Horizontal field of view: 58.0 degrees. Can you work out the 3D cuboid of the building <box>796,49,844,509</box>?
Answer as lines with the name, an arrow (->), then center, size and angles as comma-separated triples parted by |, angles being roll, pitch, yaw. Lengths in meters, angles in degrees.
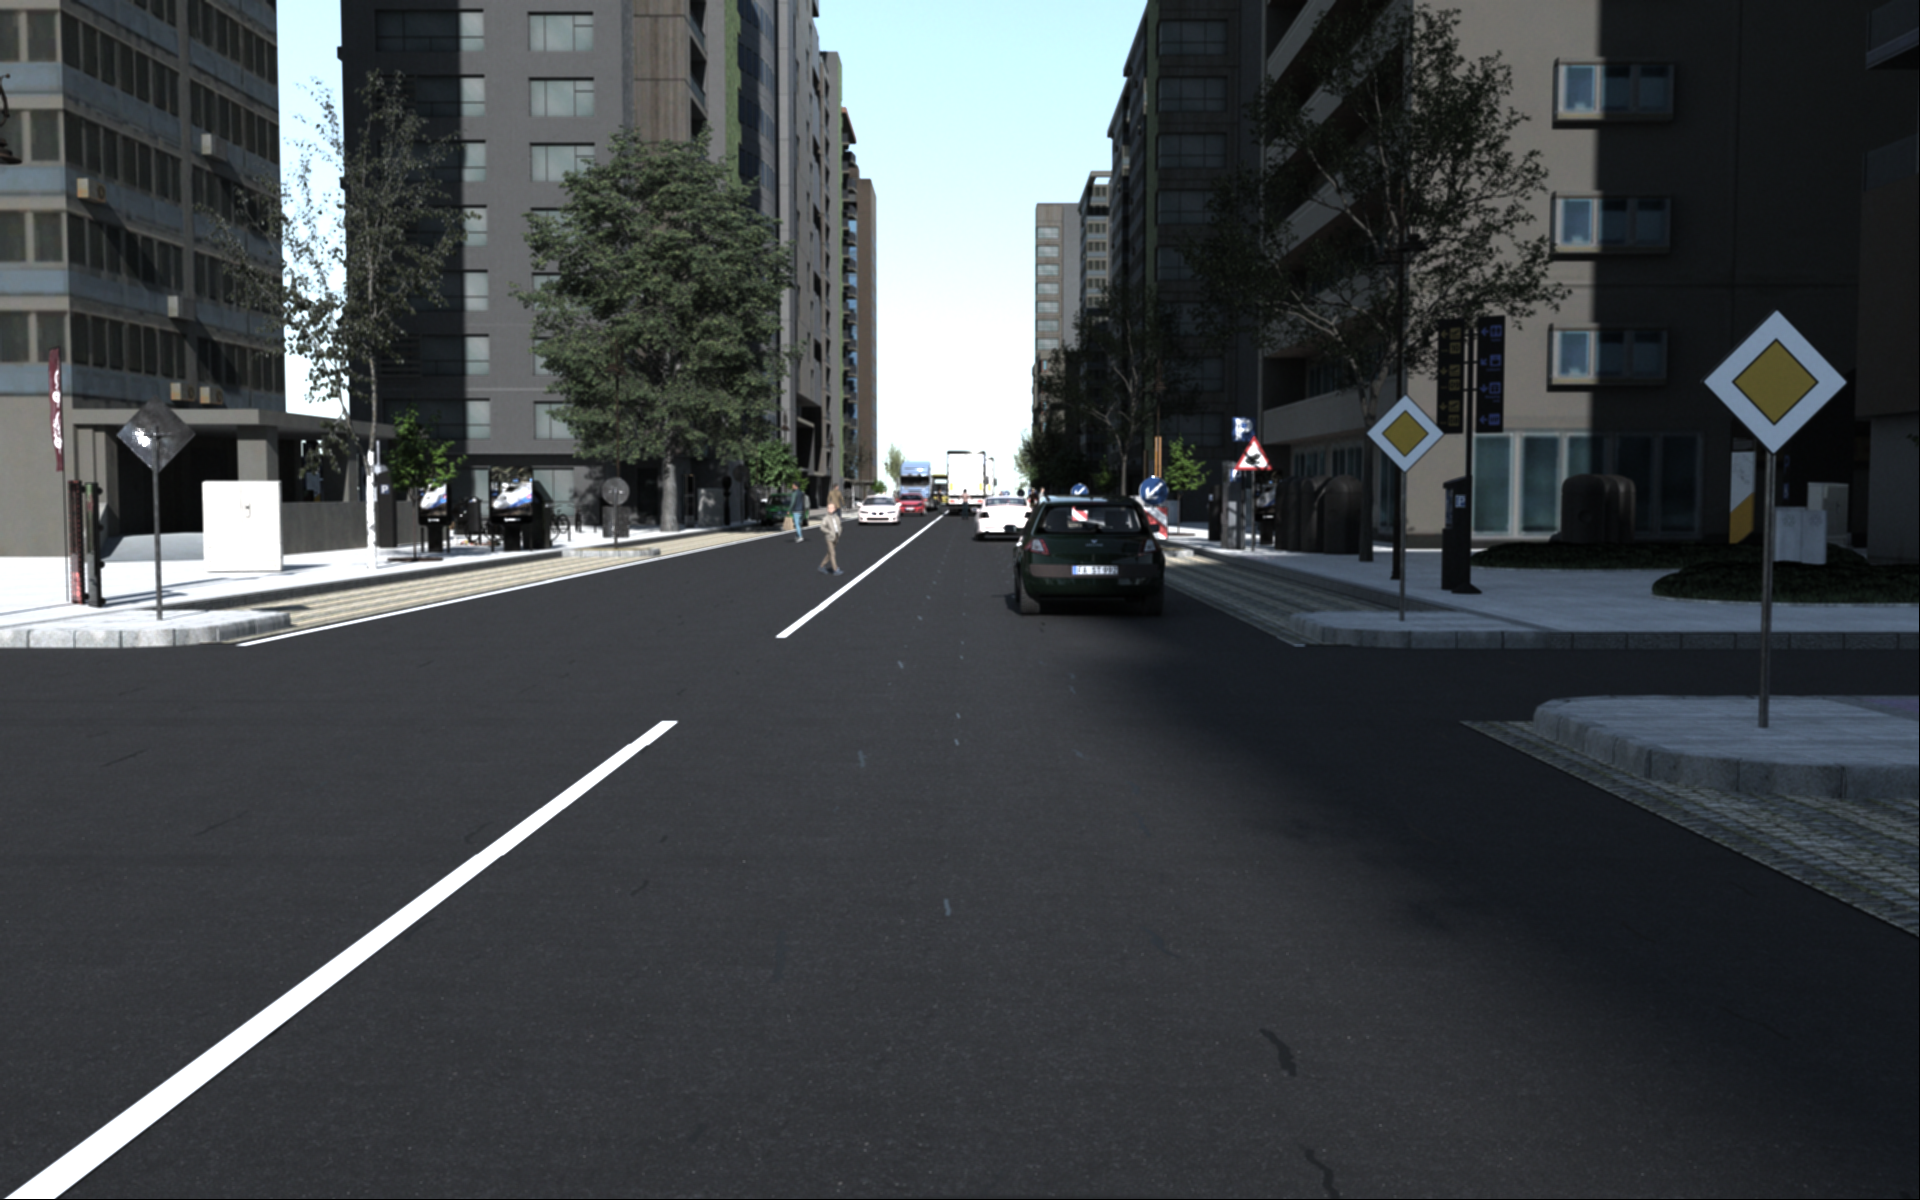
building -> -18.001, -28.856, 155.394 | 14.154, 41.232, 14.086 | 0, 4, 0

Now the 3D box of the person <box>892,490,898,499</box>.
person -> -7.033, -10.913, 186.923 | 0.705, 1.824, 1.348 | -2, 4, -27

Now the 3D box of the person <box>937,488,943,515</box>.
person -> -1.391, -6.882, 121.029 | 0.705, 1.822, 1.348 | 1, 4, 11

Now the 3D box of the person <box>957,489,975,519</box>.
person -> 0.342, -5.482, 98.848 | 1.217, 1.736, 0.721 | 2, 4, 33

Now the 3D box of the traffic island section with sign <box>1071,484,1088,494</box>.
traffic island section with sign -> 4.479, -3.576, 67.090 | 1.989, 1.847, 2.006 | 0, 4, 0

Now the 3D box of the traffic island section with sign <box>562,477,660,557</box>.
traffic island section with sign -> -8.017, -1.924, 40.088 | 1.989, 1.847, 2.006 | 0, 4, 0

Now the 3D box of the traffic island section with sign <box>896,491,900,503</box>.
traffic island section with sign -> -7.007, -11.717, 200.204 | 1.989, 1.847, 2.006 | 0, 4, 0

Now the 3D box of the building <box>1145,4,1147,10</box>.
building -> 25.475, -26.773, 129.617 | 32.217, 40.220, 23.993 | 0, 4, 0

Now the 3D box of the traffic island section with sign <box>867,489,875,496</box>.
traffic island section with sign -> -7.356, -8.317, 144.615 | 1.989, 1.847, 2.006 | 0, 4, 0

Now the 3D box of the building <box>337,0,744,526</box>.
building -> -17.325, -23.903, 74.401 | 14.154, 41.232, 14.086 | 0, 4, 0

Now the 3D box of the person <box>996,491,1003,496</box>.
person -> 4.339, -11.013, 189.095 | 0.617, 1.759, 0.750 | 3, 5, 43

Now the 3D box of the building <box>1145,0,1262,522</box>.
building -> 16.025, -24.552, 85.015 | 14.154, 41.232, 14.086 | 0, 4, 0

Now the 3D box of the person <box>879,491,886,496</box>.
person -> -7.446, -9.619, 166.580 | 0.742, 1.727, 0.445 | 1, 4, 16

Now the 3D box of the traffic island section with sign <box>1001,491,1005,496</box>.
traffic island section with sign -> 5.488, -13.358, 227.031 | 1.989, 1.847, 2.006 | 0, 4, 0

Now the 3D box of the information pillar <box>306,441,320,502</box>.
information pillar -> -24.319, -4.509, 65.081 | 0.504, 3.616, 0.183 | -1, 4, -11

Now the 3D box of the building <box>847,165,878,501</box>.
building -> -18.734, -36.039, 239.352 | 14.600, 45.320, 14.200 | 0, 4, 0

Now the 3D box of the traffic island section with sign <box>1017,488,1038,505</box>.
traffic island section with sign -> 4.786, -6.630, 117.025 | 1.989, 1.847, 2.006 | 0, 4, 0

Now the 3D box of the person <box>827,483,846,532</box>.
person -> -4.683, -3.511, 65.816 | 0.656, 1.842, 0.836 | -2, 4, -32

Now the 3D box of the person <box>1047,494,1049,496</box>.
person -> 9.005, -9.986, 174.986 | 0.599, 1.433, 0.991 | -3, 5, -42

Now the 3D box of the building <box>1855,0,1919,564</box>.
building -> 23.341, -22.829, 23.369 | 14.200, 45.320, 14.600 | 0, 4, 0

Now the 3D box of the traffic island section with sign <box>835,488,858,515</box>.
traffic island section with sign -> -7.530, -6.640, 117.199 | 1.989, 1.847, 2.006 | 0, 4, 0

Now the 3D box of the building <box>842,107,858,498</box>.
building -> -22.904, -32.904, 192.597 | 22.147, 44.769, 28.867 | 0, 4, 0

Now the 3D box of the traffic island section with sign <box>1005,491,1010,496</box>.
traffic island section with sign -> 4.953, -8.312, 144.528 | 1.989, 1.847, 2.006 | 0, 4, 0

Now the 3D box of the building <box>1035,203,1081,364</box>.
building -> 17.524, -34.319, 244.710 | 14.154, 41.232, 14.086 | 0, 4, 0

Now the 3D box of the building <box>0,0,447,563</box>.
building -> -30.272, -21.268, 39.608 | 32.217, 40.220, 23.993 | 0, 4, 0

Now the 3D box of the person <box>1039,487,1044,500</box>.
person -> 4.387, -5.031, 90.963 | 0.583, 1.804, 0.606 | 1, 4, 9

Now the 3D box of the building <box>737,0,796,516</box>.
building -> -22.046, -34.485, 105.836 | 21.231, 58.520, 28.212 | 0, 4, 0

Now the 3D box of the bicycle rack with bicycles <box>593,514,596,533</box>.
bicycle rack with bicycles -> -13.306, -2.695, 57.441 | 2.852, 0.926, 2.925 | -2, 4, -27

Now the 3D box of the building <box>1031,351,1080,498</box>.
building -> 23.572, -23.167, 223.821 | 27.650, 21.520, 28.899 | 0, 4, 0

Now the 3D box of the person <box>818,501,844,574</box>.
person -> -2.298, -1.120, 31.078 | 0.640, 1.303, 0.475 | 2, 4, 34

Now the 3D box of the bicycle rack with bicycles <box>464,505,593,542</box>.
bicycle rack with bicycles -> -12.031, -2.055, 46.977 | 2.925, 0.926, 2.852 | -3, 5, -40

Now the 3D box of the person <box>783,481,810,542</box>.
person -> -4.897, -2.646, 51.755 | 0.794, 1.824, 0.713 | -3, 4, -37

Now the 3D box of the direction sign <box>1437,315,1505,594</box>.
direction sign -> 6.550, -1.853, 22.291 | 0.876, 3.537, 0.379 | 3, 5, 39

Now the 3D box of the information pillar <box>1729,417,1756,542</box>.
information pillar -> 15.362, -2.608, 33.990 | 0.183, 3.616, 0.504 | -2, 4, -32

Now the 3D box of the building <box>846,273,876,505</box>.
building -> -27.066, -32.294, 219.890 | 32.217, 40.220, 23.993 | 0, 4, 0

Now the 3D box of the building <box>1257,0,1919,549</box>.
building -> 21.092, -26.031, 49.310 | 21.300, 48.544, 21.600 | 0, 4, 0

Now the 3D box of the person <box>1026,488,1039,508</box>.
person -> 3.933, -5.272, 95.218 | 1.217, 1.766, 0.721 | -3, 5, -40

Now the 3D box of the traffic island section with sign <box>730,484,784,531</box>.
traffic island section with sign -> -7.851, -3.598, 67.461 | 1.989, 1.847, 2.006 | 0, 4, 0

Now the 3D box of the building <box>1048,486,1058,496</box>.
building -> 26.303, -30.863, 196.485 | 32.217, 40.220, 23.993 | 0, 4, 0

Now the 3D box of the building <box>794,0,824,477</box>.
building -> -25.162, -33.339, 134.336 | 28.713, 52.752, 27.495 | 0, 4, 0

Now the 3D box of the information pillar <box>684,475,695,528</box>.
information pillar -> -10.325, -3.767, 66.083 | 0.304, 2.012, 0.304 | -2, 4, -26

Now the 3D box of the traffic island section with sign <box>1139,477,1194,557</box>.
traffic island section with sign -> 4.305, -1.927, 40.135 | 1.989, 1.847, 2.006 | 0, 4, 0
